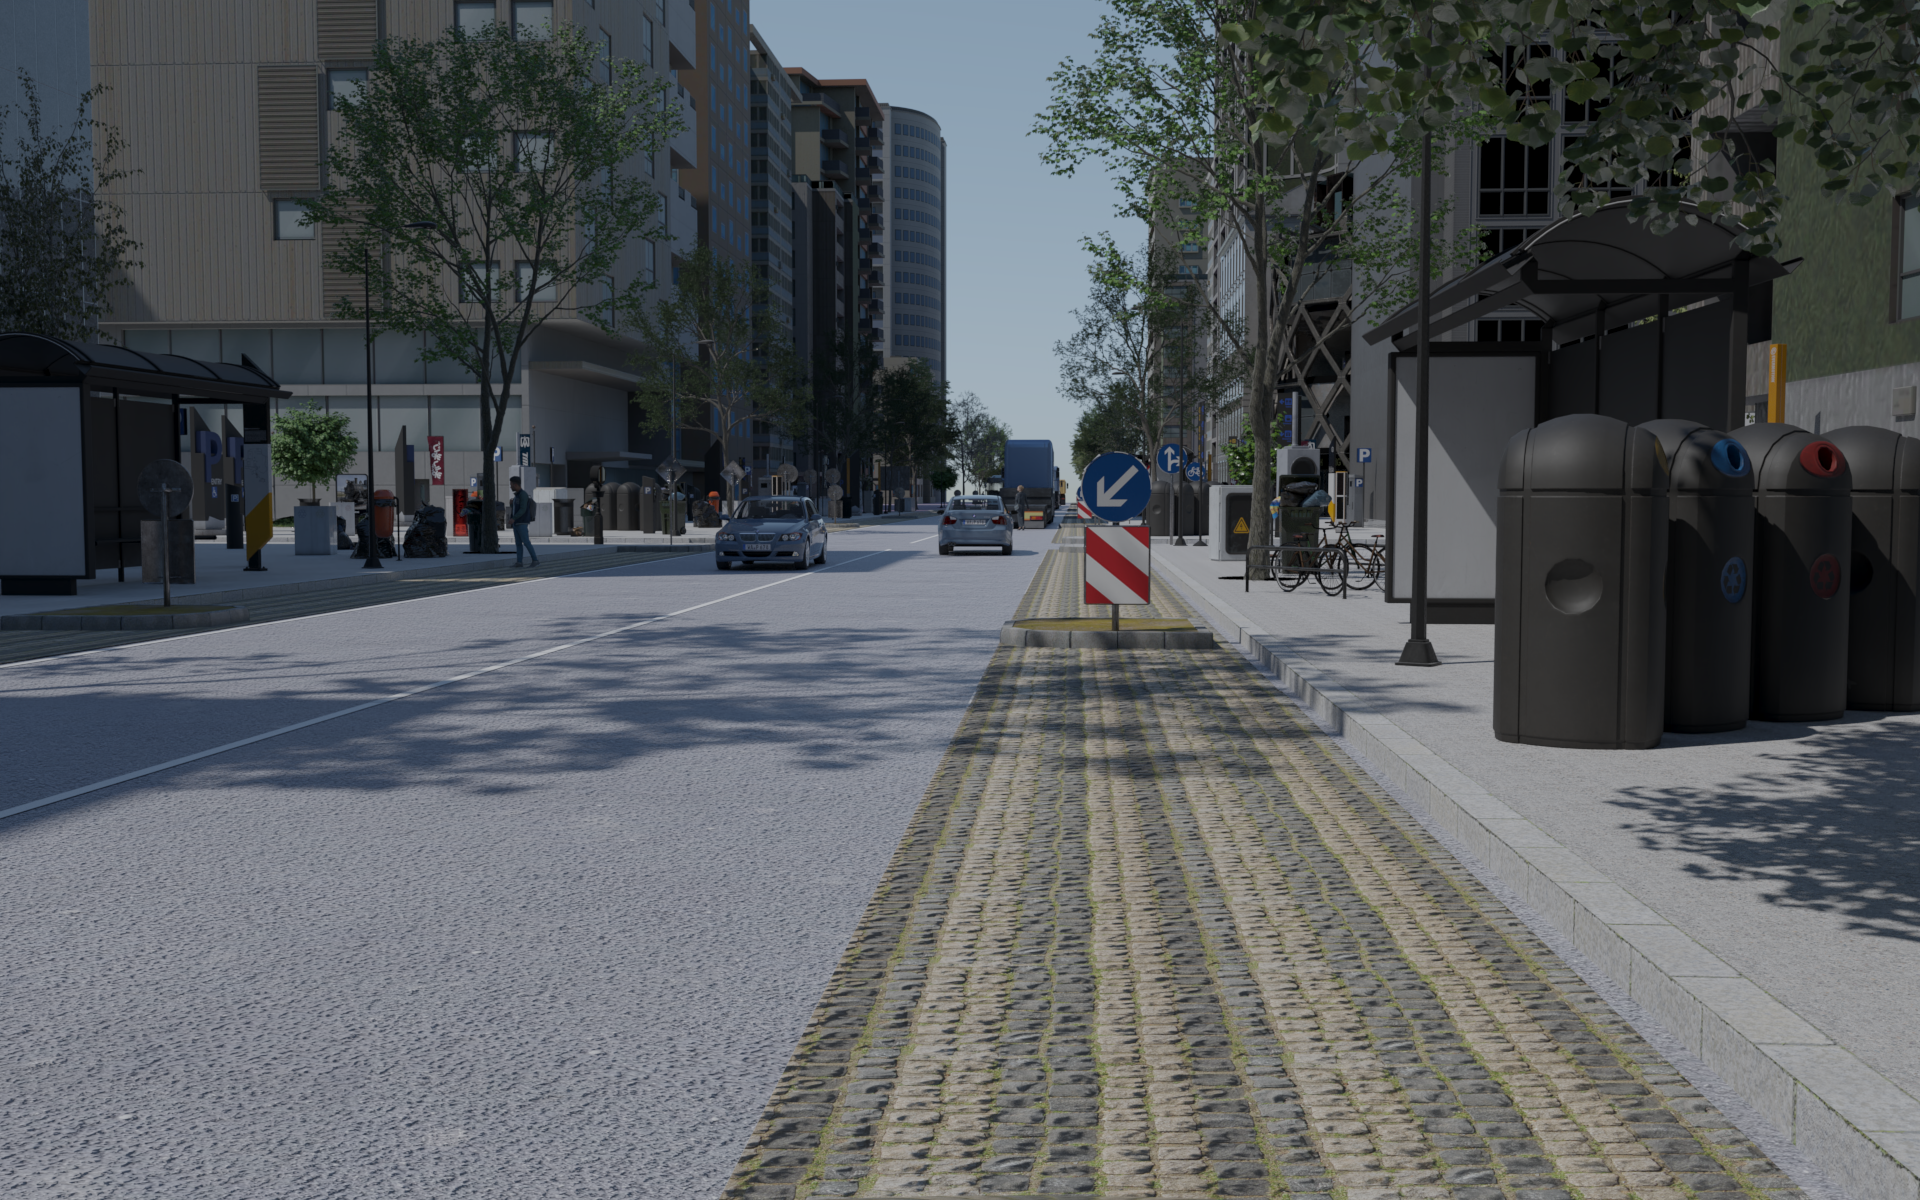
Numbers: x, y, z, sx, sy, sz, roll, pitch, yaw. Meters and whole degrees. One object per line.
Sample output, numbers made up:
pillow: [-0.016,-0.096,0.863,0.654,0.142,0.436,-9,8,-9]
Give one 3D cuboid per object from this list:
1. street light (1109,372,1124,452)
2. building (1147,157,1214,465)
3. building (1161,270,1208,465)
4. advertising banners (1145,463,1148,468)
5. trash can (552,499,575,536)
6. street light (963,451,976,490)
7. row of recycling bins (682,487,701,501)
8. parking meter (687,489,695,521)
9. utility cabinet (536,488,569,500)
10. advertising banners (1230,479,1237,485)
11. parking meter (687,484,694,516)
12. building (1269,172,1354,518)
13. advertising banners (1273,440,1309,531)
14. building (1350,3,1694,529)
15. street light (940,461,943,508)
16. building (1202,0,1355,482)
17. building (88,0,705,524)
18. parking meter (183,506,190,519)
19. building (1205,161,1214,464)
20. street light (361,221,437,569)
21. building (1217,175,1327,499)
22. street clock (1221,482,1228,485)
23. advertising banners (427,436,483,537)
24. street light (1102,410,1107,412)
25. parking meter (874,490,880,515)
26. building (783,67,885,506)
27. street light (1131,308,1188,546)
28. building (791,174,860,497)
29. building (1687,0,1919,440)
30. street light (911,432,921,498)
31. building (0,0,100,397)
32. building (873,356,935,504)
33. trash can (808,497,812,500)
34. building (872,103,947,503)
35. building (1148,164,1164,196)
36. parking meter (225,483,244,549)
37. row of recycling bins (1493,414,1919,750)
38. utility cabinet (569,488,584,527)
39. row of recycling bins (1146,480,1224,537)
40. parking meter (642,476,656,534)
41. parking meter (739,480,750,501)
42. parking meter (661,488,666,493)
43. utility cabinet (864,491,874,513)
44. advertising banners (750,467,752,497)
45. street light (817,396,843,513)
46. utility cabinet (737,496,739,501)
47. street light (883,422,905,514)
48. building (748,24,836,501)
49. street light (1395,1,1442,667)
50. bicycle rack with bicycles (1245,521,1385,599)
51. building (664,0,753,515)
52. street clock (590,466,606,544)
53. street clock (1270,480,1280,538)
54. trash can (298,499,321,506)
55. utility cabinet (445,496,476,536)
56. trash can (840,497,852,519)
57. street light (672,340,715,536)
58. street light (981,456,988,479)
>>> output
street light: [6.457,-5.709,65.888,1.470,5.913,1.316,0,4,4]
building: [37.636,-37.976,244.611,21.300,48.544,21.600,0,4,4]
building: [33.356,-27.861,227.232,14.160,30.474,14.107,0,4,4]
advertising banners: [10.869,-6.149,96.715,2.074,3.025,0.090,-3,5,-39]
trash can: [-12.264,-2.566,53.608,0.748,1.137,0.748,0,3,0]
street light: [0.863,-13.185,188.115,1.470,5.913,1.316,0,4,4]
row of recycling bins: [-17.273,-5.896,103.513,3.534,1.692,1.069,0,4,-5]
parking meter: [-12.758,-4.519,82.298,0.372,1.533,0.369,0,3,0]
utility cabinet: [-13.872,-3.045,58.472,1.173,1.500,0.318,1,4,21]
advertising banners: [14.172,-5.483,85.831,2.074,3.025,0.090,3,5,44]
parking meter: [-15.907,-5.910,102.342,0.399,1.863,0.255,2,4,26]
building: [25.885,-14.093,97.875,16.820,18.784,16.811,0,4,4]
advertising banners: [10.418,-3.666,56.123,2.074,3.025,0.090,-2,4,-24]
building: [27.622,-16.524,63.674,24.014,27.812,14.314,0,4,4]
street light: [-1.154,-11.348,158.087,1.470,5.913,1.316,0,4,4]
building: [31.768,-43.912,156.213,20.563,71.187,20.611,0,4,4]
building: [-28.655,-30.363,85.670,28.713,52.752,27.495,0,4,4]
parking meter: [-25.903,-3.019,57.774,0.372,1.533,0.369,0,3,0]
building: [38.544,-29.851,179.943,32.217,40.220,23.993,0,4,4]
street light: [-9.603,-3.496,29.693,1.470,5.913,1.316,0,4,4]
building: [22.803,-16.328,116.117,9.793,20.994,18.267,0,4,4]
street clock: [15.595,-5.972,102.216,0.358,2.002,0.471,-3,5,-40]
advertising banners: [-14.957,-3.409,51.921,2.074,3.025,0.090,0,4,6]
street light: [8.472,-7.543,95.872,1.470,5.913,1.316,0,4,4]
parking meter: [-5.046,-5.898,104.835,0.372,1.533,0.369,0,3,0]
building: [-19.641,-32.178,180.741,22.147,44.769,28.867,0,4,4]
street light: [4.916,-4.293,42.728,1.470,5.913,1.316,0,4,4]
building: [-17.064,-23.698,159.164,14.160,30.474,14.107,0,4,4]
building: [19.097,-15.579,26.423,14.160,30.474,14.107,0,4,4]
street light: [-3.082,-9.533,128.412,1.470,5.913,1.316,0,4,4]
building: [-28.369,-12.995,30.491,19.932,24.808,12.078,0,4,4]
building: [-18.285,-23.807,234.280,27.650,21.520,28.899,0,4,4]
trash can: [-7.833,-4.644,87.578,0.748,1.137,0.748,0,3,0]
building: [-13.531,-44.000,261.400,21.231,58.520,28.212,0,4,4]
building: [43.383,-41.555,268.656,28.713,52.752,27.495,0,4,4]
parking meter: [-16.981,-1.965,40.532,0.372,1.533,0.369,0,3,0]
row of recycling bins: [4.306,-0.165,9.805,3.534,1.692,1.069,-2,4,-34]
utility cabinet: [-14.963,-3.509,66.043,1.173,1.500,0.318,-2,4,-28]
row of recycling bins: [7.064,-2.843,53.592,1.069,1.692,3.534,3,5,44]
parking meter: [-10.035,-3.075,55.990,0.399,1.863,0.255,1,4,8]
parking meter: [-8.810,-3.976,70.723,0.399,1.863,0.255,-2,4,-26]
parking meter: [-11.599,-3.598,67.234,0.372,1.533,0.369,0,3,0]
utility cabinet: [-6.068,-6.544,115.667,0.318,1.500,1.173,-2,4,-32]
advertising banners: [-13.623,-7.065,111.692,0.090,3.025,2.074,0,4,6]
street light: [-6.216,-6.698,82.055,1.470,5.913,1.316,0,4,4]
utility cabinet: [-12.205,-5.291,97.665,0.306,1.237,1.020,1,4,22]
street light: [-4.259,-8.513,111.728,1.470,5.913,1.316,0,4,4]
building: [-26.698,-27.405,139.960,32.217,40.220,23.993,0,4,4]
street light: [2.903,-2.467,12.876,1.470,5.913,1.316,0,4,4]
bicycle rack with bicycles: [4.991,-0.559,22.528,2.852,0.926,2.925,-2,4,-31]
building: [-21.947,-28.391,114.308,14.600,45.320,14.200,0,4,4]
street clock: [-9.220,-2.421,44.151,0.358,2.002,0.471,1,4,15]
street clock: [9.387,-2.839,50.991,0.471,2.002,0.358,2,4,27]
trash can: [-20.776,-2.673,55.364,0.748,1.137,0.748,0,3,0]
utility cabinet: [-15.138,-2.532,52.566,1.020,1.237,0.306,2,4,32]
trash can: [-5.983,-4.847,90.900,0.748,1.137,0.748,0,3,0]
street light: [-8.092,-4.883,52.376,1.470,5.913,1.316,0,4,4]
street light: [2.401,-14.587,211.043,1.470,5.913,1.316,0,4,4]
